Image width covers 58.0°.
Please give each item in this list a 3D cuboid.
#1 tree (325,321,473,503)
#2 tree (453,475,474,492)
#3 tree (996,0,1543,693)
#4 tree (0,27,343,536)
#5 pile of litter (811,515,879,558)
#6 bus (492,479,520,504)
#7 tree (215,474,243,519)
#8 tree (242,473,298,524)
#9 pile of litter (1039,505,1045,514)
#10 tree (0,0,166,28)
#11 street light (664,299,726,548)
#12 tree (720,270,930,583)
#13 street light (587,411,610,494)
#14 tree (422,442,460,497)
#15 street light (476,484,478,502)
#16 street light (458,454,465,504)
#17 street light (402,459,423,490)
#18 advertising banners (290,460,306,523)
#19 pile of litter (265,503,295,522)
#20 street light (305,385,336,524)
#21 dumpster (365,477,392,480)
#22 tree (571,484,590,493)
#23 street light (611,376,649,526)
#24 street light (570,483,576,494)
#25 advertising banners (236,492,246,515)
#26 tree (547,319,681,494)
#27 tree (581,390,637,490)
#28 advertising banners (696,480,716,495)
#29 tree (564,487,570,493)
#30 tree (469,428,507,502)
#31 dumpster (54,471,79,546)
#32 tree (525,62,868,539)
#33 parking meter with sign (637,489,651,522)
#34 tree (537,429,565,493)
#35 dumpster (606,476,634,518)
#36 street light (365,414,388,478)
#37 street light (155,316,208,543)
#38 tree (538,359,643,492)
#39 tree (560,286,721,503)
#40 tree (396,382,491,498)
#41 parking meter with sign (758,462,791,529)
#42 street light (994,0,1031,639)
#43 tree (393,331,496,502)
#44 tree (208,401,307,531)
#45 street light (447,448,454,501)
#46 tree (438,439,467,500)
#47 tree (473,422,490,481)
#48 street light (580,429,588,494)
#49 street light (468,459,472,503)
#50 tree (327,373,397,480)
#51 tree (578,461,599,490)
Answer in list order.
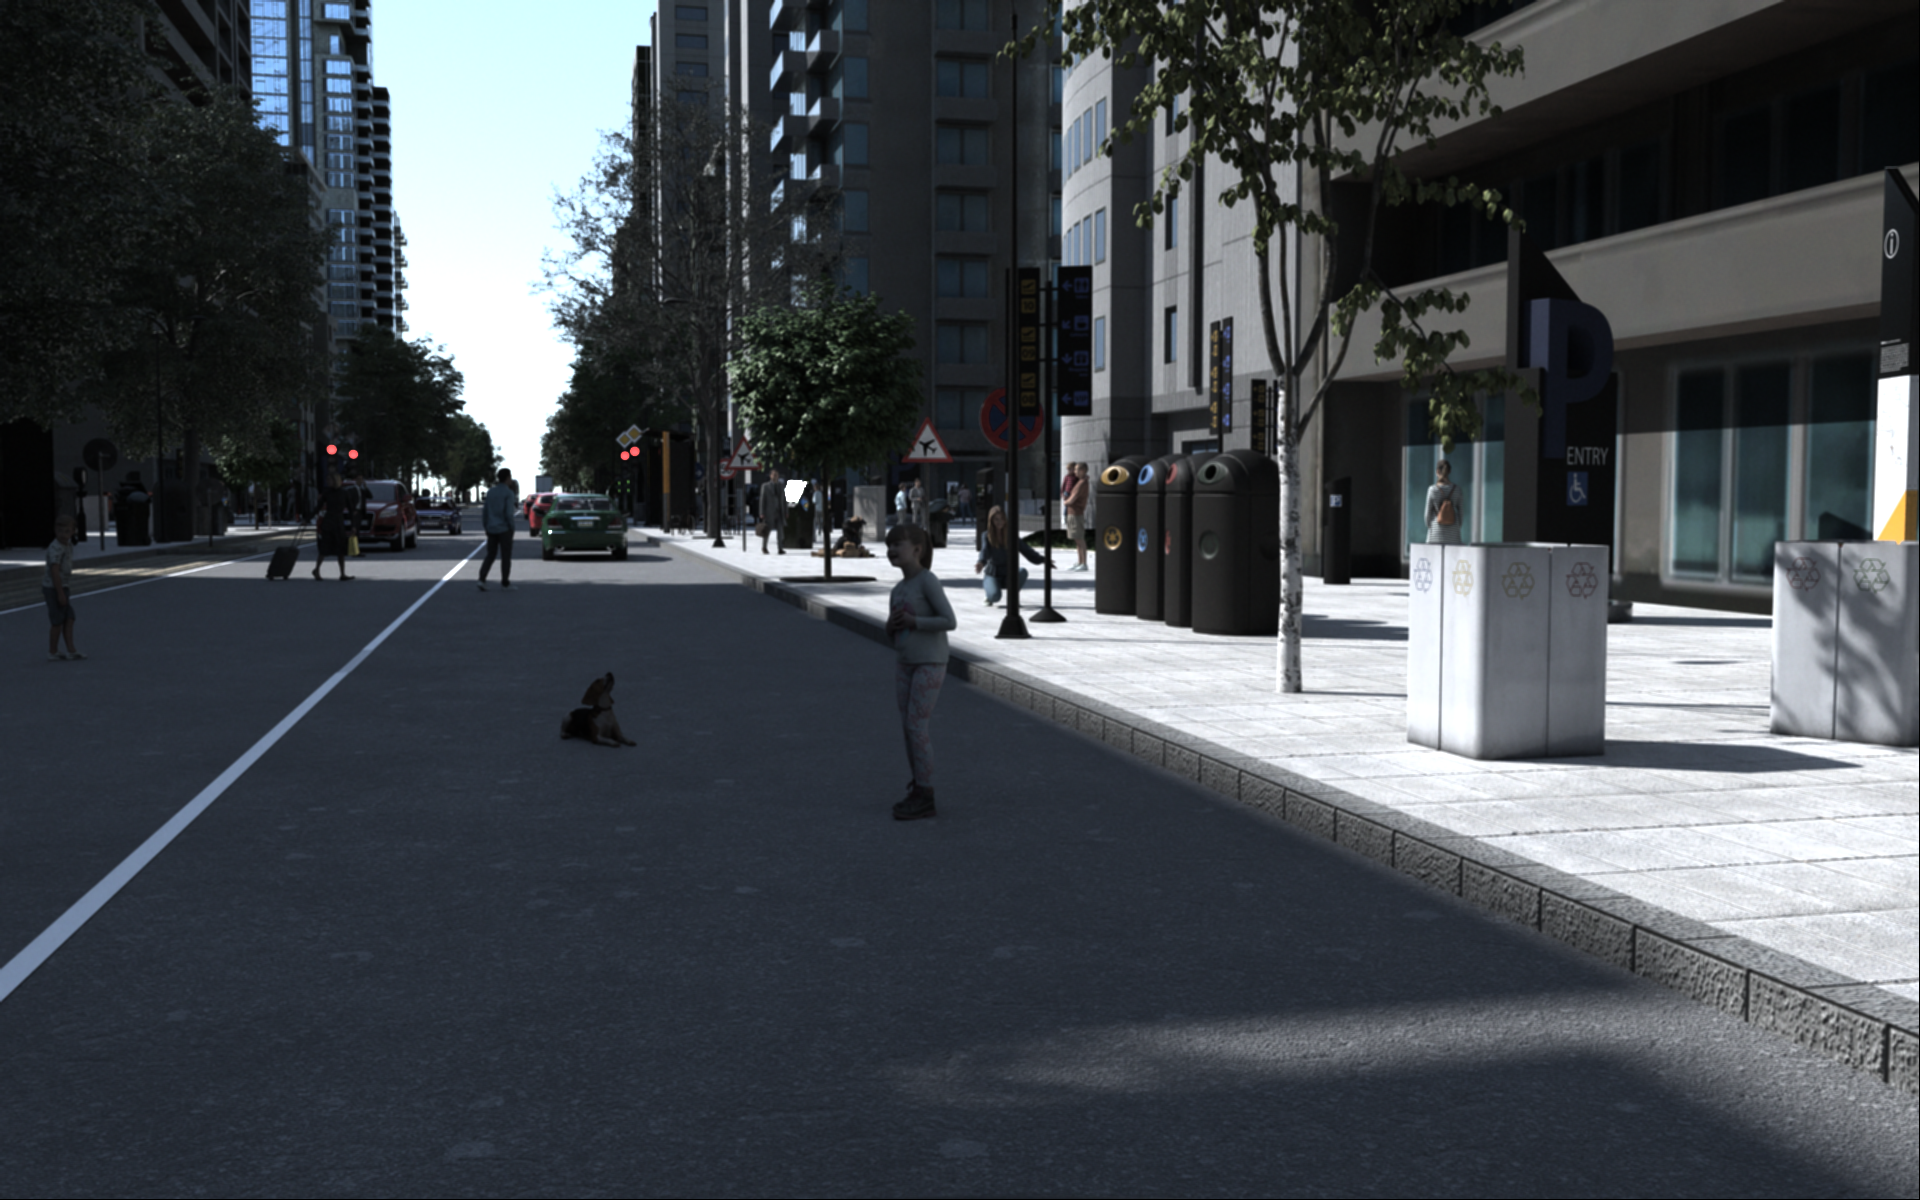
[{"bbox_3d":[-38.000,-11.986,114.104,7.486,12.596,7.792,0,3,0],"label":"tree"},{"bbox_3d":[-72.463,-16.410,252.016,4.285,4.588,4.351,0,3,0],"label":"tree"},{"bbox_3d":[2.035,-3.694,10.758,4.737,8.622,4.395,0,3,0],"label":"tree"},{"bbox_3d":[-23.632,-8.944,52.882,9.857,13.997,8.962,0,3,0],"label":"tree"},{"bbox_3d":[-2.357,-1.303,35.267,1.176,0.858,1.719,-2,4,-26],"label":"pile of litter"},{"bbox_3d":[-53.658,-12.855,205.038,2.948,3.499,13.247,-1,4,-13],"label":"bus"},{"bbox_3d":[-36.748,-5.724,88.189,1.663,3.219,1.824,0,3,0],"label":"tree"},{"bbox_3d":[-29.332,-4.851,73.919,1.663,3.219,1.824,0,3,0],"label":"tree"},{"bbox_3d":[3.498,-3.364,68.972,1.719,0.858,1.176,3,4,37],"label":"pile of litter"},{"bbox_3d":[-16.865,-7.350,26.823,9.857,13.997,8.962,0,3,0],"label":"tree"},{"bbox_3d":[-6.339,-4.213,41.426,1.470,5.913,1.316,-1,4,-14],"label":"street light"},{"bbox_3d":[-1.934,-2.567,25.687,4.285,4.588,4.351,0,3,0],"label":"tree"},{"bbox_3d":[-19.857,-7.584,96.533,1.470,5.913,1.316,-1,4,-14],"label":"street light"},{"bbox_3d":[-54.370,-14.019,179.566,4.360,8.622,3.978,0,3,0],"label":"tree"},{"bbox_3d":[-71.678,-17.304,255.456,1.470,5.913,1.316,-1,4,-14],"label":"street light"},{"bbox_3d":[-58.083,-13.929,200.273,1.470,5.913,1.316,-1,4,-14],"label":"street light"},{"bbox_3d":[-39.991,-9.383,125.957,1.470,5.913,1.316,-1,4,-14],"label":"street light"},{"bbox_3d":[-29.472,-4.944,77.029,0.090,3.025,2.074,-3,5,-40],"label":"advertising banners"},{"bbox_3d":[-32.019,-4.098,80.974,1.719,0.858,1.176,-1,4,-19],"label":"pile of litter"},{"bbox_3d":[-27.290,-6.195,73.826,1.470,5.913,1.316,-1,4,-14],"label":"street light"},{"bbox_3d":[-28.204,-4.849,84.230,1.985,2.255,1.502,-1,4,-12],"label":"dumpster"},{"bbox_3d":[-41.988,-12.193,193.958,1.663,3.219,1.824,0,3,0],"label":"tree"},{"bbox_3d":[-12.919,-5.864,68.412,1.470,5.913,1.316,-1,4,-14],"label":"street light"},{"bbox_3d":[-32.678,-10.817,149.406,1.470,5.913,1.316,-1,4,-14],"label":"street light"},{"bbox_3d":[-43.932,-6.687,105.524,0.090,3.025,2.074,0,4,-4],"label":"advertising banners"},{"bbox_3d":[-20.938,-11.514,106.382,7.486,12.596,7.792,0,3,0],"label":"tree"},{"bbox_3d":[-22.859,-10.085,115.258,4.737,8.622,4.395,0,3,0],"label":"tree"},{"bbox_3d":[-18.939,-8.171,129.783,2.074,3.025,0.090,0,4,-6],"label":"advertising banners"},{"bbox_3d":[-59.707,-16.460,263.725,1.663,3.219,1.824,0,3,0],"label":"tree"},{"bbox_3d":[-80.384,-22.718,288.440,9.611,12.733,9.660,0,3,0],"label":"tree"},{"bbox_3d":[-22.383,-2.233,42.262,1.264,1.857,1.865,-1,4,-14],"label":"dumpster"},{"bbox_3d":[-7.211,-8.514,49.576,12.009,13.543,11.850,0,3,0],"label":"tree"},{"bbox_3d":[-14.071,-5.112,79.843,1.738,3.016,0.543,1,4,12],"label":"parking meter with sign"},{"bbox_3d":[-67.942,-23.828,296.239,9.857,13.997,8.962,0,3,0],"label":"tree"},{"bbox_3d":[-18.512,-5.634,94.612,1.502,2.255,1.985,-1,4,-14],"label":"dumpster"},{"bbox_3d":[-33.684,-7.791,99.921,1.470,5.913,1.316,-1,4,-14],"label":"street light"},{"bbox_3d":[-20.306,-4.444,45.204,1.470,5.913,1.316,-1,4,-14],"label":"street light"},{"bbox_3d":[-29.390,-13.748,141.789,9.611,12.733,9.660,0,3,0],"label":"tree"},{"bbox_3d":[-15.940,-9.870,87.133,9.928,11.665,9.643,0,3,0],"label":"tree"},{"bbox_3d":[-48.226,-13.970,154.157,9.928,11.665,9.643,0,3,0],"label":"tree"},{"bbox_3d":[-6.773,-4.123,63.668,0.543,3.016,1.738,-3,5,-45],"label":"parking meter with sign"},{"bbox_3d":[-0.054,-2.607,15.173,1.470,5.913,1.316,-1,4,-14],"label":"street light"},{"bbox_3d":[-43.250,-13.982,135.260,9.857,13.997,8.962,0,3,0],"label":"tree"},{"bbox_3d":[-24.874,-4.748,61.345,4.285,4.588,4.351,0,3,0],"label":"tree"},{"bbox_3d":[-51.809,-12.336,174.229,1.470,5.913,1.316,-1,4,-14],"label":"street light"},{"bbox_3d":[-62.284,-16.004,212.024,4.737,8.622,4.395,0,3,0],"label":"tree"},{"bbox_3d":[-69.664,-19.884,243.223,7.486,12.596,7.792,0,3,0],"label":"tree"},{"bbox_3d":[-26.333,-9.225,123.368,1.470,5.913,1.316,-1,4,-14],"label":"street light"},{"bbox_3d":[-65.209,-15.707,229.346,1.470,5.913,1.316,-1,4,-14],"label":"street light"},{"bbox_3d":[-36.121,-9.488,105.483,4.360,8.622,3.978,0,3,0],"label":"tree"},{"bbox_3d":[-32.104,-10.366,153.198,4.285,4.588,4.351,0,3,0],"label":"tree"}]
